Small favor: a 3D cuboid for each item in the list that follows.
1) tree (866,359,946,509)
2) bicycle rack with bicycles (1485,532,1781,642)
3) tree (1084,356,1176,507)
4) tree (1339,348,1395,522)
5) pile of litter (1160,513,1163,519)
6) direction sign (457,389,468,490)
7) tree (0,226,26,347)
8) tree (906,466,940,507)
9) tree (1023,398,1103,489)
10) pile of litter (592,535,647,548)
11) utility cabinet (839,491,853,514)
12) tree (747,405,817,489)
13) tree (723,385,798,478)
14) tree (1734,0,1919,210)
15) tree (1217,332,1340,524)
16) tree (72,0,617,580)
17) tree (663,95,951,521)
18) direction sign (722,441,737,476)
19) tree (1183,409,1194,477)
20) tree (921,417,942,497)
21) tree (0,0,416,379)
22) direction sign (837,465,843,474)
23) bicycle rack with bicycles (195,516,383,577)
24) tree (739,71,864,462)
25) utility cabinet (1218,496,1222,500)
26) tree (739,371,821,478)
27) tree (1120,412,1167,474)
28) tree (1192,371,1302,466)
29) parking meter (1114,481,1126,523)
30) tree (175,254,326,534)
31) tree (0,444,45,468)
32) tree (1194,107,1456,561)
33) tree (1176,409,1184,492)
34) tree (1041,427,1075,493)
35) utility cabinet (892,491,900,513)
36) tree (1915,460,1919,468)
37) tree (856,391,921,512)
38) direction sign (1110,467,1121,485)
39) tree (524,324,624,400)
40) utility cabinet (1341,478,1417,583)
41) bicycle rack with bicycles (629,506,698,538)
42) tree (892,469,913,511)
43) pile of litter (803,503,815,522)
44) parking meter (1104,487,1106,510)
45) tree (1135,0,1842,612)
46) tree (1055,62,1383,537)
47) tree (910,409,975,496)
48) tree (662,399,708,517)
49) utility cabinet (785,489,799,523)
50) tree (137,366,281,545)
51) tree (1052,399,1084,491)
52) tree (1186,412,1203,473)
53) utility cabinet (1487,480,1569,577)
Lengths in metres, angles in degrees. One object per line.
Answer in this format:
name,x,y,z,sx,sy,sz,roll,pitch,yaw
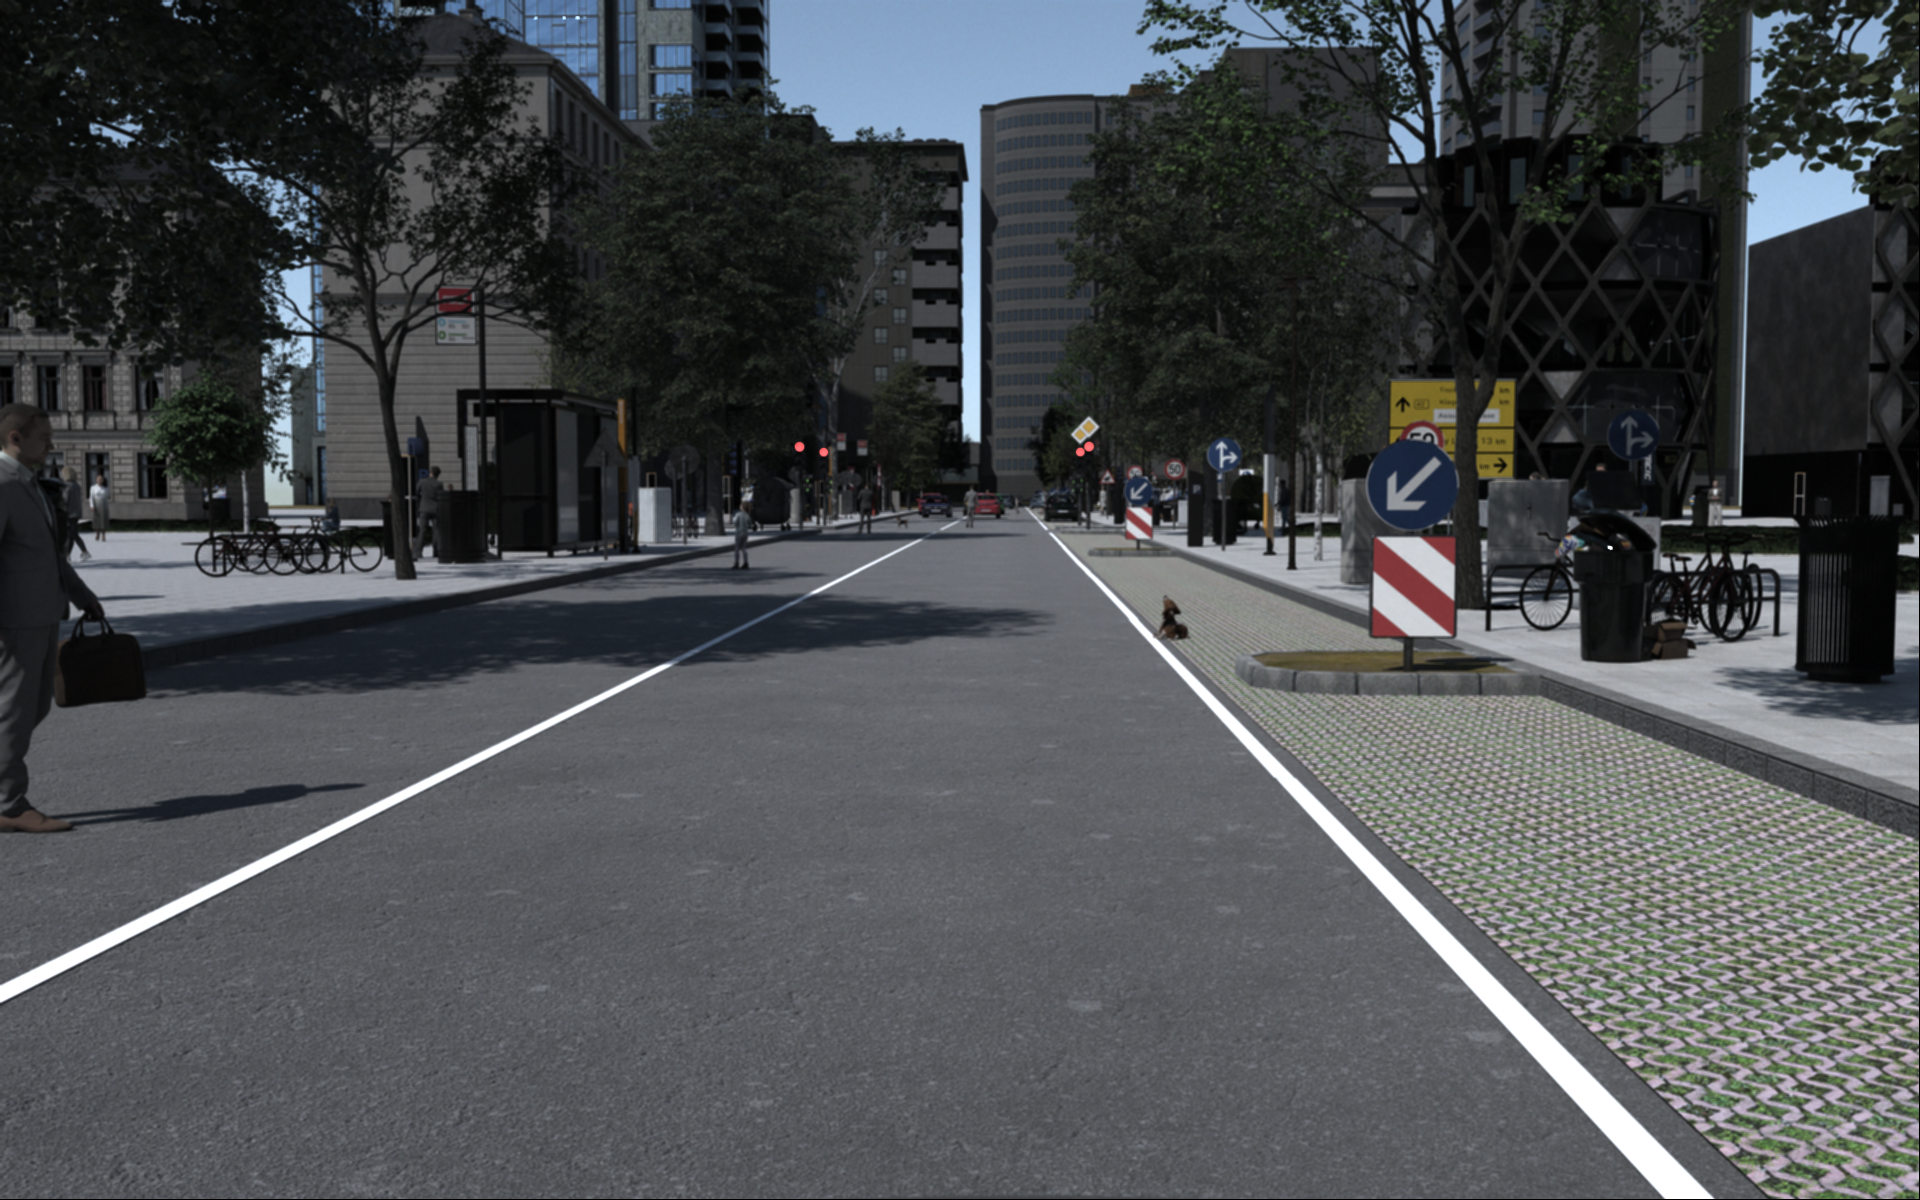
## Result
tree,-4.580,-13.914,145.619,7.486,12.596,7.792,0,3,0
bicycle rack with bicycles,6.359,-0.152,15.861,2.925,0.926,2.852,-2,4,-29
tree,8.268,-8.156,83.720,4.360,8.622,3.978,0,3,0
tree,17.709,-7.903,79.575,4.737,8.622,4.395,0,3,0
pile of litter,10.069,-4.559,88.511,1.719,0.858,1.176,-1,4,-16
direction sign,-10.849,-2.803,37.828,0.379,3.537,0.876,0,4,-4
tree,-17.280,-4.728,27.664,4.737,8.622,4.395,0,3,0
tree,-3.733,-11.665,174.432,4.285,4.588,4.351,0,3,0
tree,12.325,-17.727,206.843,9.611,12.733,9.660,0,3,0
pile of litter,-8.428,-1.723,42.138,1.719,0.858,1.176,-1,4,-20
utility cabinet,-7.089,-6.062,107.789,0.318,1.500,1.173,2,4,29
tree,-14.191,-11.276,134.721,4.360,8.622,3.978,0,3,0
tree,-11.705,-9.503,105.736,4.737,8.622,4.395,0,3,0
tree,5.419,-5.393,6.295,7.486,12.596,7.792,0,3,0
tree,13.515,-7.573,74.176,4.737,8.622,4.395,0,3,0
tree,-8.636,-5.589,25.786,7.601,10.594,8.767,1,4,16
tree,-7.372,-13.941,83.821,12.611,20.169,13.585,0,3,0
direction sign,-9.900,-4.986,73.521,0.876,3.537,0.379,-1,4,-15
tree,18.753,-10.442,121.084,4.360,8.622,3.978,0,3,0
tree,-3.749,-12.733,158.539,4.360,8.622,3.978,0,3,0
tree,-8.395,-6.491,12.789,9.857,13.997,8.962,0,3,0
direction sign,-8.731,-8.345,128.440,0.876,3.537,0.379,-3,5,-40
bicycle rack with bicycles,-10.922,-0.905,28.176,2.925,0.926,2.852,-2,4,-27
tree,-7.597,-8.919,52.477,9.857,13.997,8.962,0,3,0
utility cabinet,10.611,-3.719,71.960,1.020,1.237,0.306,1,4,15
tree,-12.518,-11.005,114.339,7.601,10.594,8.767,1,4,11
tree,13.255,-10.660,124.647,4.737,8.622,4.395,0,3,0
tree,18.669,-10.875,112.225,7.601,10.594,8.767,0,4,2
parking meter,7.224,-4.409,77.798,0.399,1.863,0.255,-1,4,-13
tree,-21.222,-6.183,51.457,4.360,8.622,3.978,0,3,0
tree,-29.957,-3.706,55.189,1.663,3.219,1.824,0,3,0
tree,7.127,-5.060,33.097,4.360,8.622,3.978,0,3,0
tree,17.607,-11.588,139.830,4.360,8.622,3.978,0,3,0
tree,10.554,-14.443,186.506,4.737,8.622,4.395,0,3,0
utility cabinet,-4.389,-6.728,118.689,0.318,1.500,1.173,-1,4,-14
tree,22.311,-2.672,38.296,1.663,3.219,1.824,0,3,0
tree,-5.253,-10.599,123.659,4.360,8.622,3.978,0,3,0
direction sign,12.838,-9.218,142.709,0.876,3.537,0.379,1,4,9
tree,-16.564,-7.600,74.629,4.737,8.622,4.395,0,3,0
utility cabinet,6.039,-0.997,24.975,1.173,1.500,0.318,-2,4,-29
bicycle rack with bicycles,-8.876,-2.277,50.603,2.852,0.926,2.925,-1,4,-13
tree,-4.315,-8.325,130.711,1.663,3.219,1.824,0,3,0
pile of litter,-7.370,-4.071,80.526,1.176,0.858,1.719,0,4,6
parking meter,11.563,-8.042,137.190,0.399,1.863,0.255,2,4,23
tree,5.786,-5.716,19.207,9.928,11.665,9.643,0,3,0
tree,7.649,-8.881,51.853,9.857,13.997,8.962,0,3,0
tree,-2.497,-15.557,188.763,7.601,10.594,8.767,2,4,26
tree,-16.070,-9.521,106.038,4.737,8.622,4.395,0,3,0
utility cabinet,-7.223,-4.048,74.863,0.318,1.500,1.173,-2,4,-29
tree,-19.250,-3.700,44.207,4.285,4.588,4.351,0,3,0
tree,8.746,-10.212,117.330,4.360,8.622,3.978,0,3,0
tree,13.576,-8.232,84.955,4.737,8.622,4.395,0,3,0
utility cabinet,8.728,-1.100,26.666,1.173,1.500,0.318,3,5,44
